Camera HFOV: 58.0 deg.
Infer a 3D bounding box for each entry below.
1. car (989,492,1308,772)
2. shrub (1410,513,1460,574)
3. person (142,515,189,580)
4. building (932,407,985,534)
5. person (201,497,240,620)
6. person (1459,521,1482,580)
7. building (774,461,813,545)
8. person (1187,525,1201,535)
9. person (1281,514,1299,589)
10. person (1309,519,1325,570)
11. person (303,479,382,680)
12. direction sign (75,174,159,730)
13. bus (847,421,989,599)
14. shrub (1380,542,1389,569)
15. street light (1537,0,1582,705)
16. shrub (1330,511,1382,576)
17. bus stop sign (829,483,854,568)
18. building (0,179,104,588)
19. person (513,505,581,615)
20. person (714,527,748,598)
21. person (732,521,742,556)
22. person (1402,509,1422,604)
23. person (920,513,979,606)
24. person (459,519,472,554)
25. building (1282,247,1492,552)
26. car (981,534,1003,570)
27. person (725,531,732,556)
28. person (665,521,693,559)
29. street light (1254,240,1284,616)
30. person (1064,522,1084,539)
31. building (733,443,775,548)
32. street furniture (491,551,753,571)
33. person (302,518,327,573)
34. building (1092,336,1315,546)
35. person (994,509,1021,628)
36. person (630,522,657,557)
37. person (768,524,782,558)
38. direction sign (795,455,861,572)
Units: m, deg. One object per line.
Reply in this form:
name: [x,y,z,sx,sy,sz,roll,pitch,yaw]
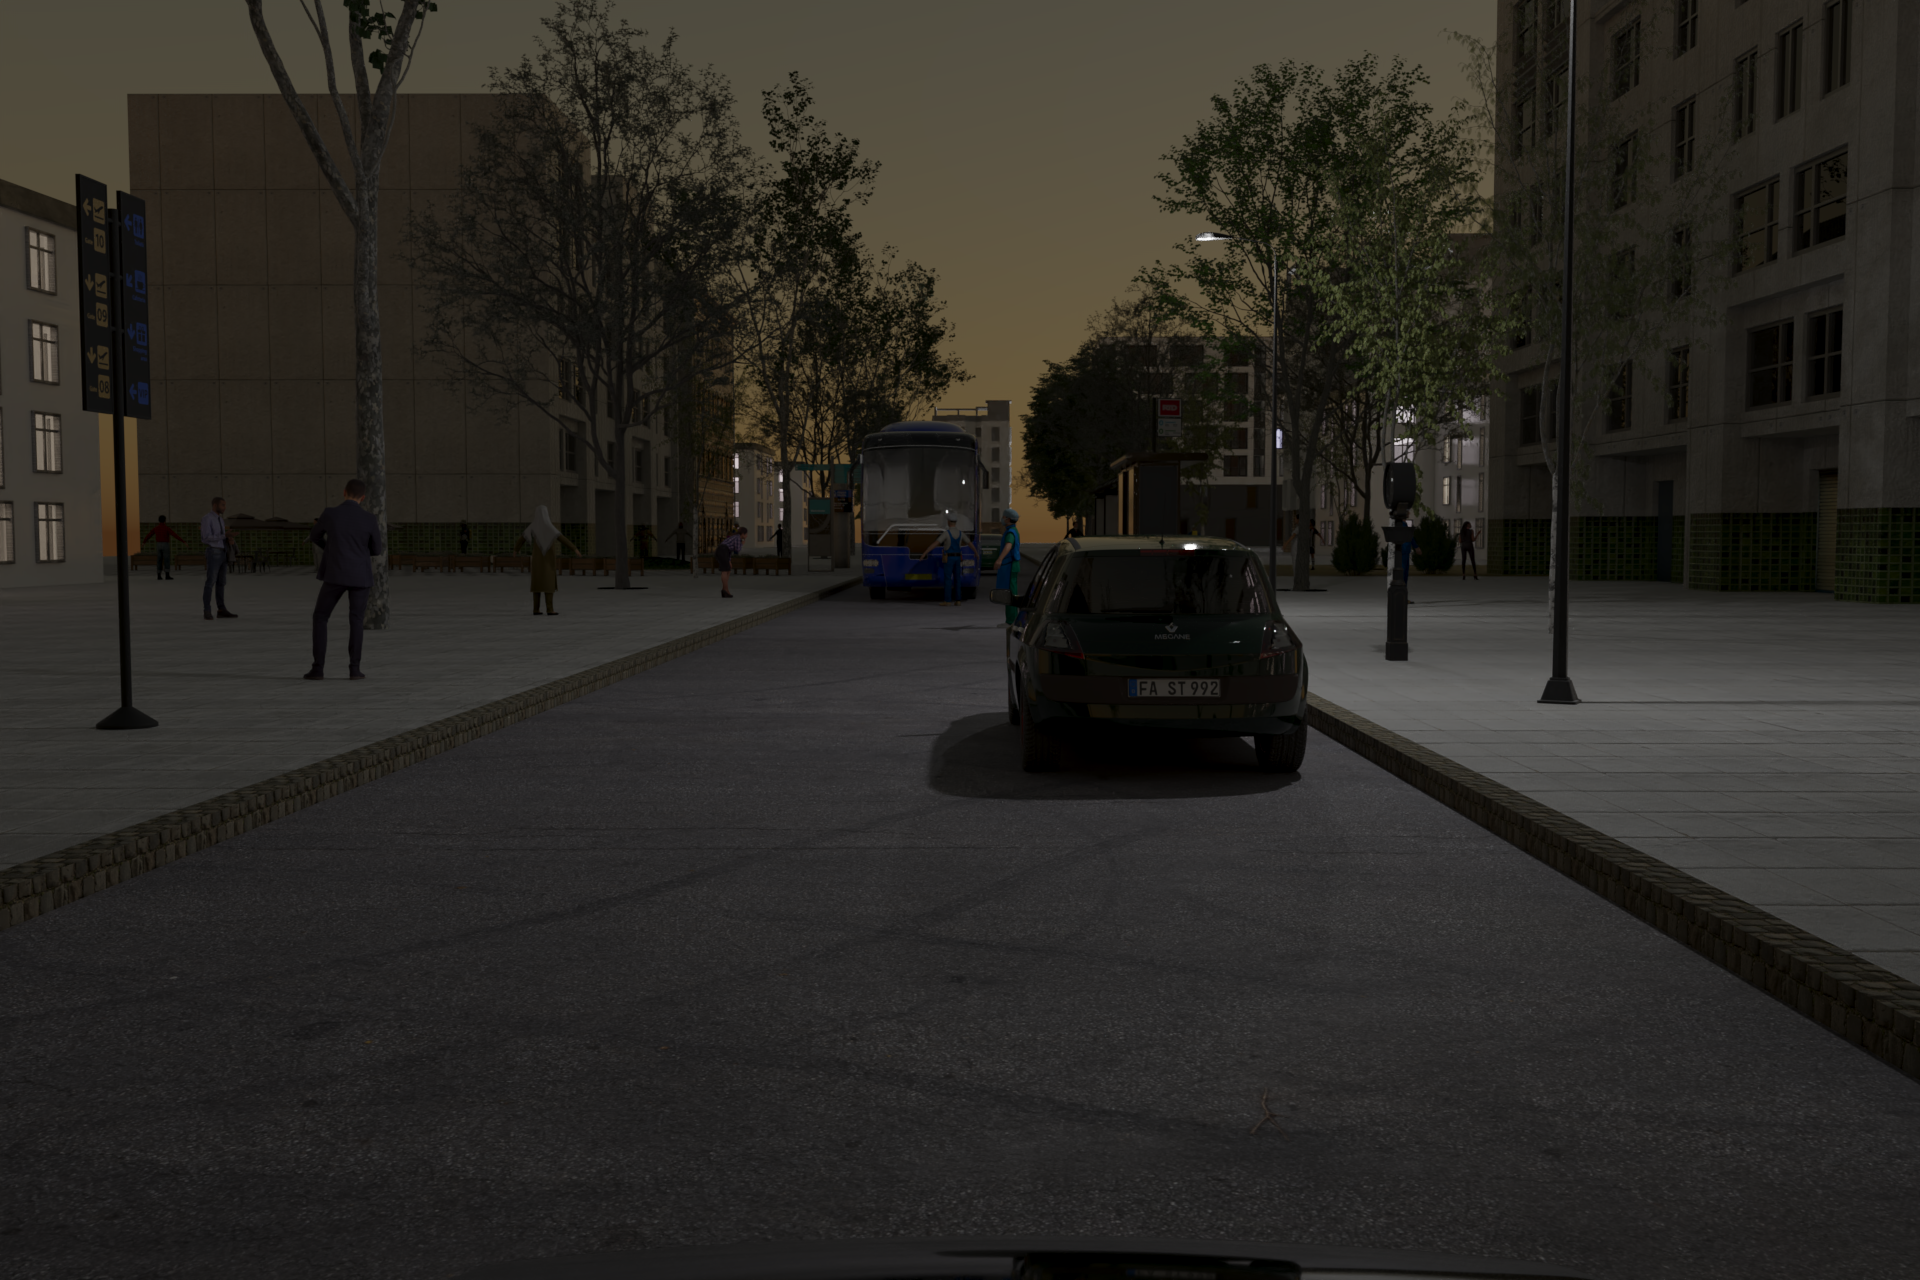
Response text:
car: [1.213,-0.125,11.834,2.009,1.686,4.222,0,3,0]
shrub: [15.086,-3.109,55.254,1.690,2.028,1.600,0,3,0]
person: [-22.332,-2.597,48.574,1.345,1.816,0.704,0,4,4]
building: [-3.682,-23.779,247.661,11.380,20.090,16.016,-1,4,-8]
person: [-11.093,-1.236,26.119,0.599,1.838,0.709,0,4,4]
person: [14.234,-2.498,48.359,0.593,1.643,0.415,0,4,-7]
building: [-22.562,-16.608,213.687,9.099,9.664,28.070,0,3,0]
person: [12.282,-5.186,91.256,1.216,1.772,0.721,-1,4,-19]
person: [7.553,-1.973,39.029,0.721,1.739,1.217,2,4,35]
person: [12.455,-3.396,61.666,0.704,1.843,1.345,-3,5,-43]
person: [-5.484,-0.543,15.368,0.683,1.767,0.568,-1,4,-20]
direction sign: [-5.537,-1.187,11.409,0.379,3.537,0.876,0,3,0]
bus: [-0.753,-3.040,41.249,2.896,3.916,12.251,0,4,1]
shrub: [15.670,-3.149,62.599,1.383,1.207,1.383,0,3,0]
street light: [5.101,-2.474,12.989,1.470,5.913,1.316,0,4,0]
shrub: [12.211,-2.999,53.454,1.690,2.028,1.600,0,3,0]
bus stop sign: [-4.431,-4.646,64.977,0.837,3.901,0.837,0,4,2]
building: [-23.523,-5.481,31.754,9.099,9.664,28.070,0,4,1]
person: [-6.554,-1.263,27.422,1.217,1.736,0.721,1,4,19]
person: [-4.595,-1.561,34.799,0.697,1.427,0.421,-2,4,-28]
person: [-9.757,-4.269,75.761,0.705,1.833,1.349,0,4,6]
person: [8.105,-1.574,31.620,0.705,1.842,1.347,2,4,33]
person: [-0.168,-1.602,34.512,1.347,1.847,0.705,-2,4,-30]
person: [-19.507,-3.806,68.014,0.705,1.856,1.354,-1,4,-17]
building: [27.981,-16.192,121.152,16.016,20.090,11.380,0,4,1]
car: [0.920,-3.025,61.249,2.131,1.459,4.920,0,4,0]
person: [-11.309,-4.659,85.444,0.599,1.433,0.991,3,5,40]
person: [-11.475,-3.981,71.223,1.348,1.813,0.705,-1,4,-19]
street light: [5.404,-3.317,26.768,1.470,5.913,1.316,0,4,1]
person: [4.845,-4.066,72.667,1.347,1.806,0.705,-2,4,-30]
building: [-22.962,-14.125,173.092,9.099,9.664,28.070,0,4,1]
street furniture: [-12.173,-2.927,63.483,10.072,0.657,5.734,1,4,17]
person: [-21.136,-3.103,56.923,1.347,1.806,0.705,2,4,35]
building: [28.702,-21.498,195.471,27.936,21.610,32.646,0,4,1]
person: [0.731,-1.092,26.431,0.704,1.817,1.347,1,4,10]
person: [-15.209,-4.745,83.356,1.354,1.858,0.705,0,4,8]
person: [-9.032,-4.917,86.620,0.704,1.802,1.346,3,5,40]
direction sign: [-4.323,-4.324,59.461,2.525,3.948,1.411,0,4,1]
